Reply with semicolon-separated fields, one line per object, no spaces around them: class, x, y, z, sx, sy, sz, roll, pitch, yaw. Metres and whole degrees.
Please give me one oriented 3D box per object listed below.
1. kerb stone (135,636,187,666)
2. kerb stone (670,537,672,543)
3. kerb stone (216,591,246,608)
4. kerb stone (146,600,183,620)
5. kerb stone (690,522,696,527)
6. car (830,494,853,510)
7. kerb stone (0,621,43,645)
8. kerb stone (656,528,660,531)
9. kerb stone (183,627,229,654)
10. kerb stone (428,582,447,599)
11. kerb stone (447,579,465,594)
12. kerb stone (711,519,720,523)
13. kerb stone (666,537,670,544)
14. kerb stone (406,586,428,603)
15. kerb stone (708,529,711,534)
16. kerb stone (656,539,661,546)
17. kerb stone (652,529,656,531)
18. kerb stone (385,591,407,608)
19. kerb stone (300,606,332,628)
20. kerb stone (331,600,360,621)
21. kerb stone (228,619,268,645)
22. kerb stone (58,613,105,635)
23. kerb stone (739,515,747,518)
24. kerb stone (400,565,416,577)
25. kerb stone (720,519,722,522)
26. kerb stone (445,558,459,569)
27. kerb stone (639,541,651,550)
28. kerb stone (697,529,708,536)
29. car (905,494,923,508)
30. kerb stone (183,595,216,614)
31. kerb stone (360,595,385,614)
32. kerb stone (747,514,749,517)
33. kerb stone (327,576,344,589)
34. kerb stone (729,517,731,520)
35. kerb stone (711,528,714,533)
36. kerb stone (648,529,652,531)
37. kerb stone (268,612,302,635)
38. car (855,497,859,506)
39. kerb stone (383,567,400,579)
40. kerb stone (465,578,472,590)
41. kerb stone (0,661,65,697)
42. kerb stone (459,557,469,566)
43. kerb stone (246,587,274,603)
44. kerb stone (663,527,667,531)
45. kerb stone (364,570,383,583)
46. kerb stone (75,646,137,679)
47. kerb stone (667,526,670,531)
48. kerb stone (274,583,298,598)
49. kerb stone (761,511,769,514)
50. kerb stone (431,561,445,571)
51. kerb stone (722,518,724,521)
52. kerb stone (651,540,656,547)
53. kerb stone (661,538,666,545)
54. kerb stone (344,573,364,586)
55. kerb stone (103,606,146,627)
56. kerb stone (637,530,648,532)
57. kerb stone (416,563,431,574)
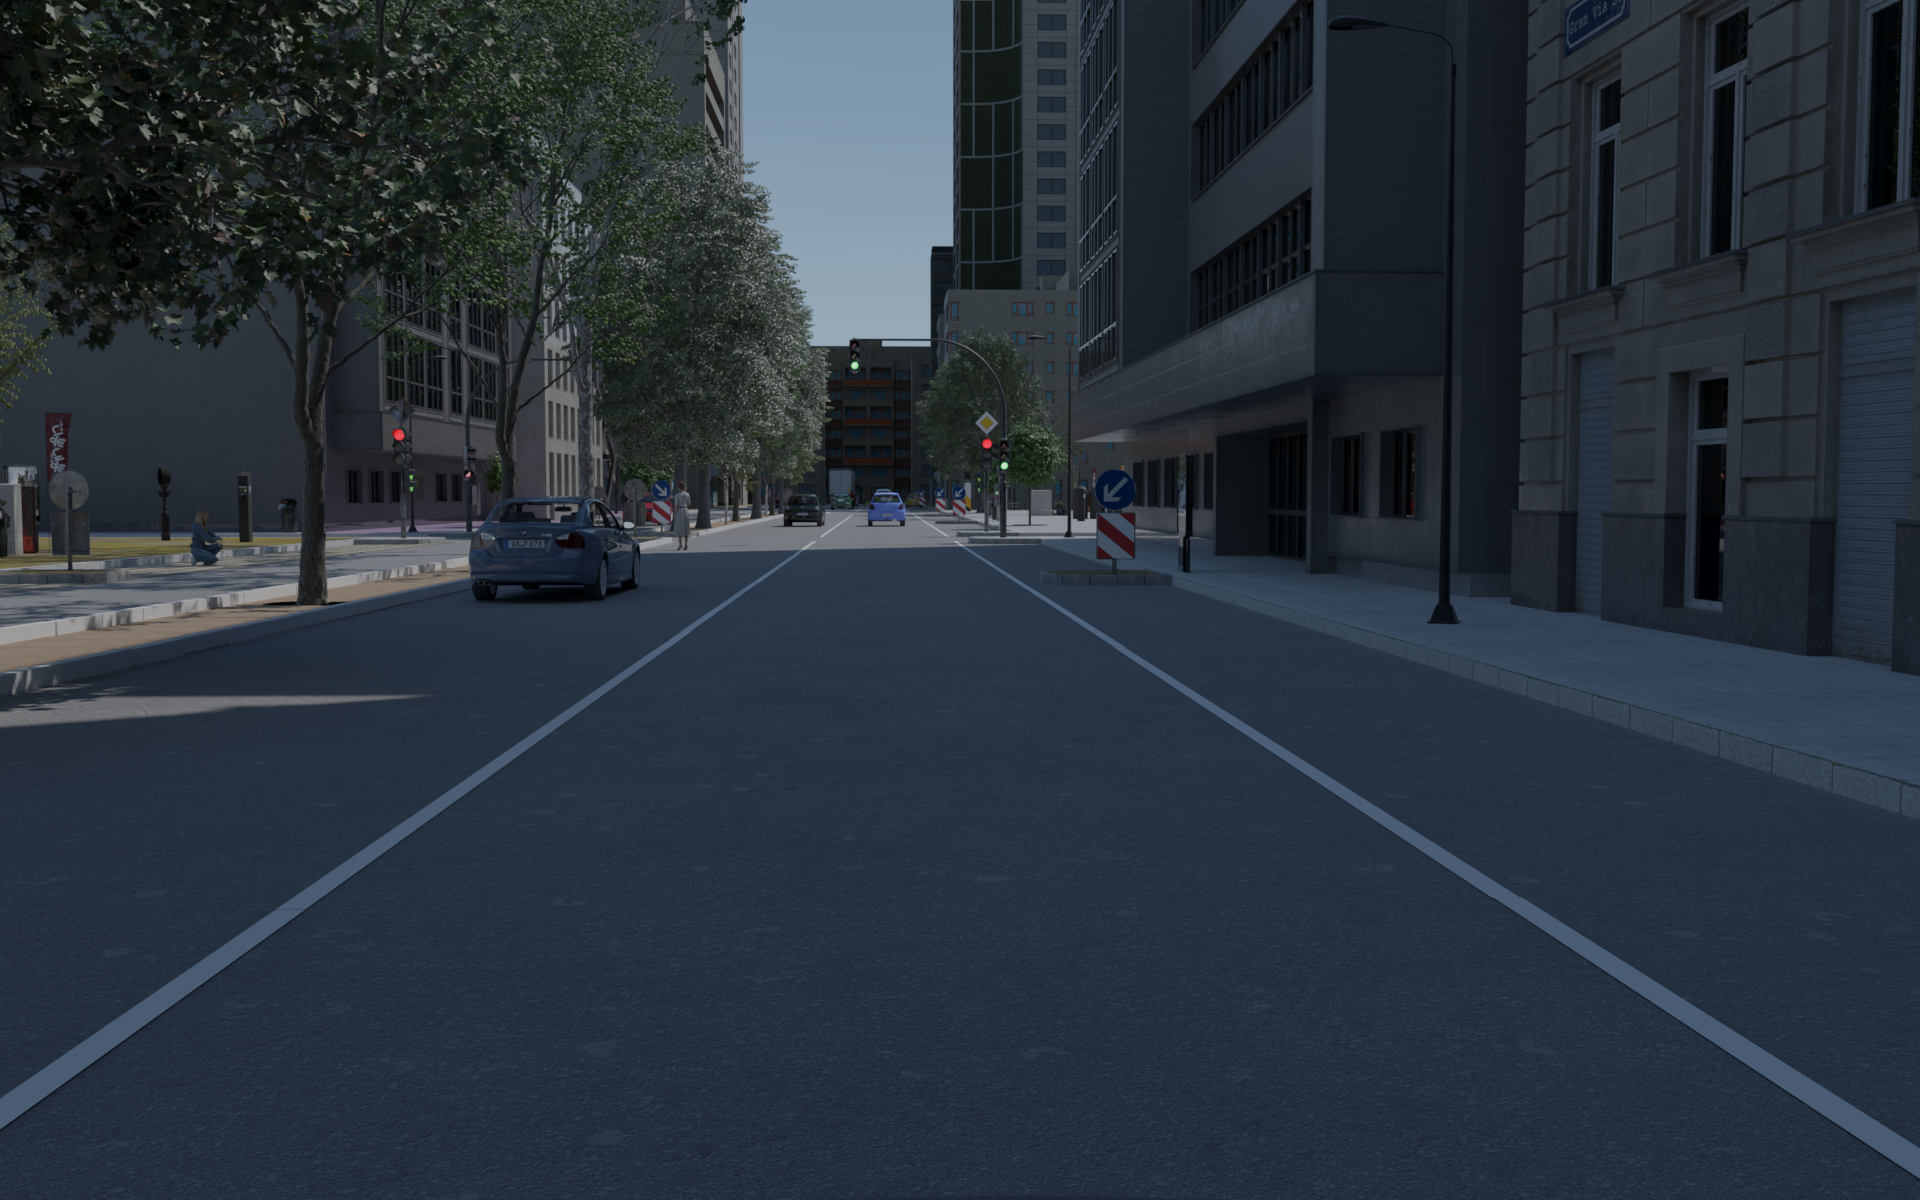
kerb stone;-6.940;0.450;14.906;0.120;0.150;1.000;0;4;-3
kerb stone;-8.554;-1.745;50.725;0.120;0.150;1.000;0;4;-3
kerb stone;-9.371;0.009;22.055;0.120;0.150;1.000;0;4;-3
kerb stone;-9.278;0.134;20.014;0.120;0.150;1.000;0;4;-3
kerb stone;-11.839;-3.345;76.885;0.120;0.150;1.000;0;4;-3
car;-10.647;-8.800;155.675;2.131;1.459;4.920;0;4;-2
kerb stone;-9.152;0.321;16.943;0.120;0.150;1.000;0;4;-3
kerb stone;-11.239;-2.530;63.553;0.120;0.150;1.000;0;4;-3
kerb stone;-6.999;0.383;15.933;0.120;0.150;1.000;0;4;-3
kerb stone;-7.366;-0.117;24.116;0.120;0.150;1.000;0;4;-3
kerb stone;-7.408;-0.180;25.139;0.120;0.150;1.000;0;4;-3
kerb stone;-12.301;-3.966;87.136;0.120;0.150;1.000;0;4;-3
kerb stone;-8.518;-1.677;49.704;0.120;0.150;1.000;0;4;-3
kerb stone;-7.316;-0.055;23.094;0.120;0.150;1.000;0;4;-3
kerb stone;-9.047;-2.405;61.596;0.120;0.150;1.000;0;4;-3
kerb stone;-8.426;-1.557;47.662;0.120;0.150;1.000;0;4;-3
kerb stone;-11.185;-2.460;62.526;0.120;0.150;1.000;0;4;-3
kerb stone;-7.275;0.010;22.069;0.120;0.150;1.000;0;4;-3
kerb stone;-7.135;0.196;18.998;0.120;0.150;1.000;0;4;-3
kerb stone;-7.182;0.133;20.025;0.120;0.150;1.000;0;4;-3
kerb stone;-7.036;0.321;16.954;0.120;0.150;1.000;0;4;-3
kerb stone;-9.186;0.263;17.964;0.120;0.150;1.000;0;4;-3
kerb stone;-13.093;-5.037;104.545;0.120;0.150;1.000;0;4;-3
kerb stone;-9.737;-0.492;30.240;0.120;0.150;1.000;0;4;-3
kerb stone;-12.344;-4.034;88.159;0.120;0.150;1.000;0;4;-3
kerb stone;-9.871;-0.680;33.307;0.120;0.150;1.000;0;4;-3
kerb stone;-8.333;-1.429;45.616;0.120;0.150;1.000;0;4;-3
kerb stone;-8.996;-2.347;60.575;0.120;0.150;1.000;0;4;-3
car;-4.788;-10.480;181.564;2.015;1.641;3.980;0;4;-3
kerb stone;-9.320;0.071;21.035;0.120;0.150;1.000;0;4;-3
kerb stone;-7.223;0.070;21.047;0.120;0.150;1.000;0;4;-3
kerb stone;-13.129;-5.099;105.567;0.120;0.150;1.000;0;4;-3
kerb stone;-9.548;-0.236;26.140;0.120;0.150;1.000;0;4;-3
kerb stone;-12.580;-4.345;93.283;0.120;0.150;1.000;0;4;-3
kerb stone;-9.098;-2.472;62.617;0.120;0.150;1.000;0;4;-3
kerb stone;-11.149;-2.404;61.501;0.120;0.150;1.000;0;4;-3
kerb stone;-7.086;0.261;17.975;0.120;0.150;1.000;0;4;-3
car;-13.098;-11.909;207.075;2.083;1.381;4.827;0;4;-3
kerb stone;-9.689;-0.429;29.215;0.120;0.150;1.000;0;4;-3
kerb stone;-7.457;-0.243;26.169;0.120;0.150;1.000;0;4;-3
kerb stone;-6.855;0.571;12.863;0.120;0.150;1.000;0;4;-3
kerb stone;-9.922;-0.742;34.327;0.120;0.150;1.000;0;4;-3
kerb stone;-9.415;-0.054;23.076;0.120;0.150;1.000;0;4;-3
kerb stone;-11.329;-2.656;65.616;0.120;0.150;1.000;0;4;-3
kerb stone;-9.644;-0.367;28.194;0.120;0.150;1.000;0;4;-3
kerb stone;-6.898;0.508;13.884;0.120;0.150;1.000;0;4;-3
kerb stone;-11.381;-2.717;66.637;0.120;0.150;1.000;0;4;-3
kerb stone;-9.467;-0.116;24.097;0.120;0.150;1.000;0;4;-3
kerb stone;-13.962;-6.228;124.025;0.120;0.150;1.000;0;4;-3
kerb stone;-9.830;-0.616;32.285;0.120;0.150;1.000;0;4;-3
kerb stone;-12.386;-4.097;89.184;0.120;0.150;1.000;0;4;-3
kerb stone;-8.376;-1.495;46.640;0.120;0.150;1.000;0;4;-3
kerb stone;-8.460;-1.620;48.683;0.120;0.150;1.000;0;4;-3
kerb stone;-9.603;-0.300;27.165;0.120;0.150;1.000;0;4;-3
kerb stone;-9.234;0.196;18.993;0.120;0.150;1.000;0;4;-3
kerb stone;-11.095;-2.341;60.471;0.120;0.150;1.000;0;4;-3
kerb stone;-9.788;-0.554;31.261;0.120;0.150;1.000;0;4;-3
